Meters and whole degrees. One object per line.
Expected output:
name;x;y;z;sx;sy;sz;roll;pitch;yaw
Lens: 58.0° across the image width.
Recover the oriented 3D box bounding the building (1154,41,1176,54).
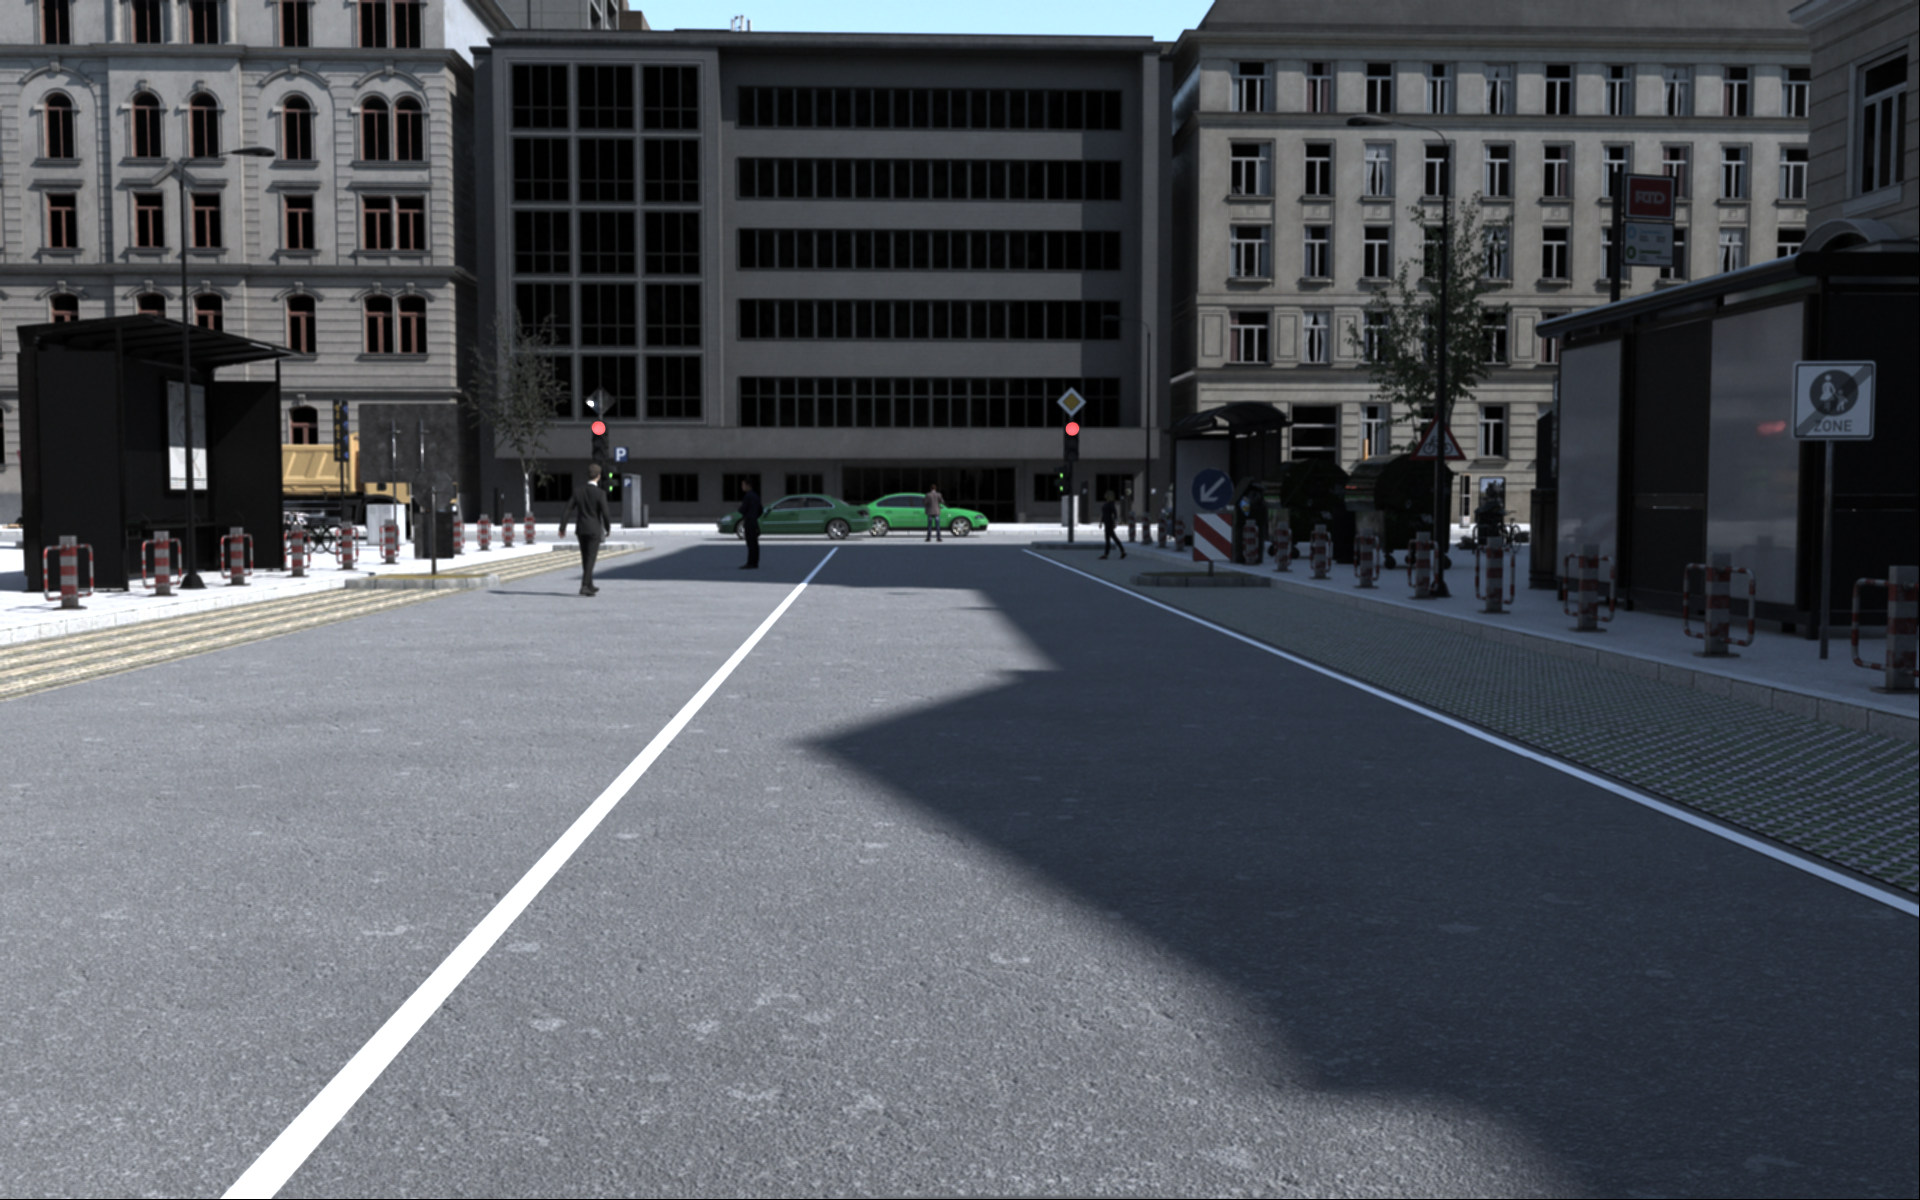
building;20.234;-34.211;183.054;21.300;48.544;21.600;0;4;-2

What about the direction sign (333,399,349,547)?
direction sign;-14.928;-3.048;41.834;0.379;3.537;0.876;0;4;1

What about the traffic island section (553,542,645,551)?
traffic island section;-9.340;-1.395;45.081;2.009;0.180;2.903;0;4;-2

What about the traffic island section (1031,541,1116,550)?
traffic island section;2.940;-1.426;45.604;2.009;0.180;2.903;0;4;-2

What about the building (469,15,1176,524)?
building;-5.964;-15.956;79.943;30.058;24.678;14.314;0;4;-2

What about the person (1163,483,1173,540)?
person;6.692;-2.813;54.681;0.537;1.800;0.526;1;4;16

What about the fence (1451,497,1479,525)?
fence;20.275;-3.677;71.323;2.264;1.192;0.480;1;4;11

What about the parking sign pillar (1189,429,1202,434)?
parking sign pillar;9.532;-4.816;67.216;1.447;3.967;1.447;-2;4;-29

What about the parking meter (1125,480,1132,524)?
parking meter;7.080;-4.111;72.922;0.255;1.863;0.399;0;4;-3

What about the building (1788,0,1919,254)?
building;23.489;-14.616;24.868;13.634;28.700;20.117;0;4;-2

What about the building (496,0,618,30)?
building;-36.427;-42.956;140.576;20.563;71.187;20.611;0;4;-2

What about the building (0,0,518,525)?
building;-32.719;-17.778;78.066;23.554;28.519;14.401;0;4;-2

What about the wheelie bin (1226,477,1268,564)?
wheelie bin;5.329;-1.484;32.165;0.693;1.594;0.980;0;4;-7

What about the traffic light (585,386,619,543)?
traffic light;-9.300;-3.427;44.948;0.839;4.253;0.868;0;4;-2

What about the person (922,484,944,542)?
person;-0.807;-2.632;52.361;0.655;1.722;0.431;0;3;0

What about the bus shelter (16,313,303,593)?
bus shelter;-11.571;-2.100;25.619;1.731;3.624;6.357;0;4;-3

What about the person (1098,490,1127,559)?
person;3.339;-1.647;37.970;0.613;1.512;0.480;-2;4;-28

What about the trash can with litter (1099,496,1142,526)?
trash can with litter;6.684;-3.678;71.192;1.678;1.210;2.233;0;4;-5

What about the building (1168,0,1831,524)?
building;24.049;-15.194;81.703;30.059;22.955;16.112;0;4;-2

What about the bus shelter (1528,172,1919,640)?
bus shelter;8.067;-2.550;19.331;2.179;5.291;8.768;0;4;-2

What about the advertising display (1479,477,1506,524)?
advertising display;19.917;-3.646;64.833;0.974;1.923;0.123;3;5;40

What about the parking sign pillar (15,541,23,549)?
parking sign pillar;-21.419;-3.192;40.662;1.447;3.967;1.447;0;4;2

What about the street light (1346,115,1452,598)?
street light;5.435;-2.990;21.431;1.470;5.913;1.316;0;4;-2

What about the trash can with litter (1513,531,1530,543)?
trash can with litter;15.051;-2.086;45.496;1.055;1.170;0.624;3;4;37

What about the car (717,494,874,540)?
car;-5.179;-2.608;54.437;4.920;1.459;2.131;0;4;-2

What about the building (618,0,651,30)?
building;-34.901;-31.114;158.820;14.600;45.320;14.200;0;4;-2

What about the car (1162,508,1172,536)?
car;7.897;-2.265;49.032;4.499;1.417;2.014;0;4;-2

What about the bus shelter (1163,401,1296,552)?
bus shelter;6.171;-2.844;40.419;2.014;3.302;5.546;0;4;-3

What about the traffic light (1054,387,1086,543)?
traffic light;2.899;-3.460;45.488;0.839;4.253;0.868;0;4;-2

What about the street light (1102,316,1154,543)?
street light;4.384;-4.449;45.282;1.470;5.913;1.316;0;4;-2

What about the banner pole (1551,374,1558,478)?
banner pole;11.090;-2.542;31.578;0.401;3.779;0.863;-2;4;-29

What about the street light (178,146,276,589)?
street light;-9.851;-3.104;23.288;1.470;5.913;1.316;0;4;-2

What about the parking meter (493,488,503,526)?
parking meter;-18.653;-3.766;69.988;0.372;1.533;0.369;0;3;0

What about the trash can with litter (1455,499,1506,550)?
trash can with litter;12.018;-1.749;39.986;1.055;1.170;0.624;-1;4;-20

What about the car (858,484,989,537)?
car;-1.394;-3.029;58.320;4.718;1.807;1.959;0;4;-2

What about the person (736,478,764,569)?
person;-4.093;-1.478;33.376;0.504;1.737;0.576;1;4;10

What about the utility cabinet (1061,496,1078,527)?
utility cabinet;4.287;-3.460;67.725;0.306;1.237;1.020;-1;4;-20

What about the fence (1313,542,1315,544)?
fence;8.297;-1.830;45.290;2.069;0.683;0.278;1;4;19

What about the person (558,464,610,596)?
person;-5.209;-0.988;24.439;0.659;1.850;0.755;1;4;17

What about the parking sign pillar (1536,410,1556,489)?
parking sign pillar;14.837;-3.302;42.456;1.447;3.967;1.447;2;4;35

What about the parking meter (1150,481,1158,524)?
parking meter;8.131;-4.124;73.132;0.399;1.863;0.255;-1;4;-17

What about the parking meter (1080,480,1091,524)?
parking meter;5.339;-4.152;73.595;0.399;1.863;0.255;2;4;28

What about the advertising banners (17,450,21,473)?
advertising banners;-36.879;-4.511;69.942;2.074;3.025;0.090;-3;4;-37
